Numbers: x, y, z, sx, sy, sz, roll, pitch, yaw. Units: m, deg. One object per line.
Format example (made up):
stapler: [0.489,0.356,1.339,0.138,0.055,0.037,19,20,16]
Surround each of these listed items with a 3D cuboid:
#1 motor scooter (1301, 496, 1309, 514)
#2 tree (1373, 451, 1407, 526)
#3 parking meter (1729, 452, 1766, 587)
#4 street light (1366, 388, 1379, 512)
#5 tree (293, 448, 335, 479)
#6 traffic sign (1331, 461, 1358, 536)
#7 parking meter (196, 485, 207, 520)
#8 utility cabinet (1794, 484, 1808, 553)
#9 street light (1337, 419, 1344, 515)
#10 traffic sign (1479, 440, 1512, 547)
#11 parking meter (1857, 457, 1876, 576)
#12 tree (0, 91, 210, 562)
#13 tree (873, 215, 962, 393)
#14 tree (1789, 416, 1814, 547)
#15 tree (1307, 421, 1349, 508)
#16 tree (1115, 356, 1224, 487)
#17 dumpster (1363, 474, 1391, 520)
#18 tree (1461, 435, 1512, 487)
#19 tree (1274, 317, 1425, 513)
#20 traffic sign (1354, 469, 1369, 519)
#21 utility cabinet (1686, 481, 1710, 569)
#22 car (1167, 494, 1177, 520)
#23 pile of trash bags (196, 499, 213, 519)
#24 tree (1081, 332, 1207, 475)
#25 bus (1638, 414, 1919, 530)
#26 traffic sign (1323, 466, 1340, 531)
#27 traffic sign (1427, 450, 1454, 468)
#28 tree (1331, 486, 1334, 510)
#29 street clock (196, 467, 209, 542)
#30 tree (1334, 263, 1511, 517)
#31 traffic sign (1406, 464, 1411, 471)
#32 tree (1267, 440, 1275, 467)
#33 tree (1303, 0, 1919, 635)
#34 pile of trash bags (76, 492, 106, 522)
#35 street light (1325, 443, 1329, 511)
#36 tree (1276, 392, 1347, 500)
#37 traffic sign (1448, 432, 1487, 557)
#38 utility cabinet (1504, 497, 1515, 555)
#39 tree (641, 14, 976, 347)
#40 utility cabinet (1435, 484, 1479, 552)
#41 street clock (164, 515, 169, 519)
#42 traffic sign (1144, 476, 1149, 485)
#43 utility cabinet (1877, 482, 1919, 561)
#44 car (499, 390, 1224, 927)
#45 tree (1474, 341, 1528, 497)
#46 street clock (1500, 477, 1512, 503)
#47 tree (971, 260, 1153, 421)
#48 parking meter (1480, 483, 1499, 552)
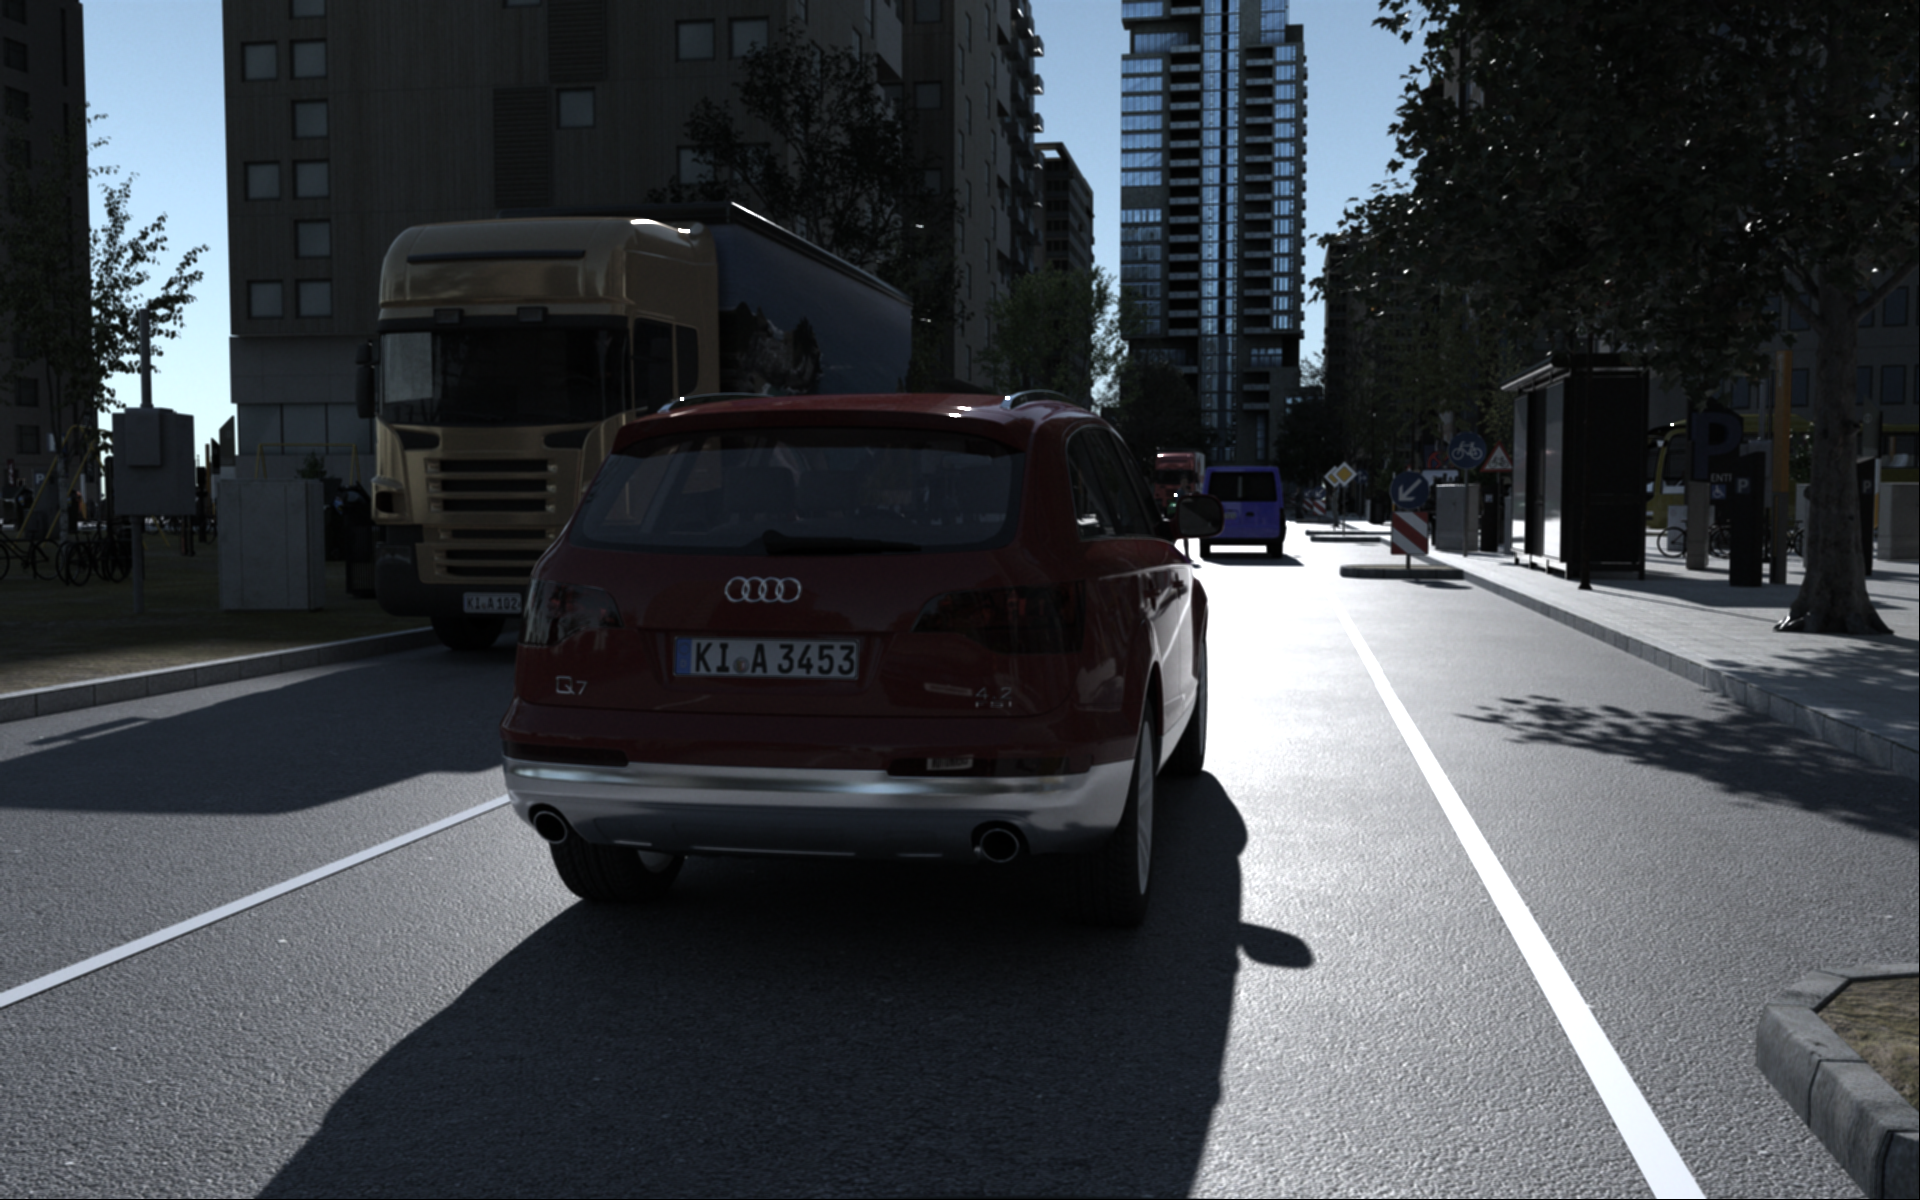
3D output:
motor scooter: [25.427,-7.003,127.272,0.815,1.314,1.986,1,4,12]
tree: [17.765,-4.642,70.492,1.663,3.219,1.824,0,3,0]
parking meter: [10.905,-1.119,24.015,0.255,1.863,0.399,-2,4,-33]
street light: [17.968,-6.281,75.489,0.468,5.910,1.993,1,4,10]
tree: [-26.937,-4.768,72.554,1.663,3.219,1.824,0,3,0]
traffic sign: [11.705,-3.007,52.799,0.795,2.450,0.064,1,4,10]
parking meter: [-35.554,-4.623,81.294,0.255,1.863,0.399,0,4,0]
utility cabinet: [18.589,-1.752,37.320,1.173,1.500,0.318,-1,4,-17]
street light: [22.946,-8.054,104.475,0.468,5.910,1.993,1,4,10]
traffic sign: [12.965,-2.552,41.730,0.884,2.594,0.081,1,4,16]
parking meter: [14.122,-1.315,27.218,0.399,1.863,0.255,-1,4,-20]
tree: [-16.728,-5.027,32.552,4.737,8.622,4.395,0,3,0]
tree: [-1.773,-5.818,45.482,4.737,8.622,4.395,0,3,0]
tree: [20.885,-2.912,42.214,1.663,3.219,1.824,0,3,0]
tree: [35.083,-13.118,164.848,4.360,8.622,3.978,0,3,0]
tree: [16.436,-13.855,143.533,9.611,12.733,9.660,0,3,0]
dumpster: [20.574,-5.035,84.821,1.502,2.255,1.985,1,4,10]
tree: [29.468,-6.891,96.374,4.285,4.588,4.351,0,3,0]
tree: [26.637,-12.693,117.898,12.009,13.543,11.850,0,3,0]
traffic sign: [20.399,-5.385,88.145,0.768,2.556,0.104,1,4,17]
utility cabinet: [12.703,-1.290,29.772,0.318,1.500,1.173,2,4,26]
car: [12.450,-5.303,95.505,1.959,1.807,4.718,1,4,12]
pile of trash bags: [-37.968,-4.774,87.804,3.447,1.369,1.912,-3,5,-41]
tree: [13.781,-13.487,130.877,12.009,13.543,11.850,0,3,0]
bus: [27.192,-3.807,53.785,12.252,3.916,2.896,1,4,9]
traffic sign: [13.118,-3.487,60.659,0.795,2.450,0.064,1,4,10]
traffic sign: [14.037,-3.090,50.632,0.768,2.556,0.104,1,4,14]
tree: [30.937,-9.029,142.218,1.663,3.219,1.824,0,3,0]
street clock: [-20.110,-2.530,45.937,0.358,2.002,0.471,-1,4,-23]
tree: [13.217,-5.947,47.593,4.737,8.622,4.395,0,3,0]
traffic sign: [19.429,-4.585,74.973,0.884,2.594,0.081,1,4,11]
tree: [41.172,-17.651,205.607,9.611,12.733,9.660,0,3,0]
tree: [8.066,-6.049,15.903,9.611,12.733,9.660,0,3,0]
pile of trash bags: [-40.386,-4.328,80.513,1.912,1.369,3.447,0,4,-2]
street light: [28.201,-9.795,132.941,0.468,5.910,1.993,1,4,10]
tree: [35.566,-15.169,173.760,9.928,11.665,9.643,0,3,0]
traffic sign: [10.349,-2.159,35.399,0.768,2.556,0.104,1,4,17]
utility cabinet: [11.944,-1.554,36.570,1.020,1.237,0.306,-2,4,-33]
tree: [-3.420,-6.143,34.856,8.767,10.594,7.601,1,4,19]
utility cabinet: [11.012,-1.818,38.402,0.318,1.500,1.173,-1,4,-19]
street clock: [-40.925,-5.179,89.252,0.471,2.002,0.358,1,4,22]
traffic sign: [12.948,-7.463,122.125,0.768,2.556,0.104,1,4,17]
utility cabinet: [18.106,-1.495,33.114,1.173,1.500,0.318,-1,4,-23]
car: [-0.055,0.076,7.423,2.281,1.827,5.304,1,4,11]
tree: [26.107,-8.033,81.703,4.360,8.622,3.978,0,3,0]
street clock: [22.701,-4.128,72.059,0.471,2.002,0.358,-1,4,-22]
tree: [4.327,-9.171,75.709,9.928,11.665,9.643,0,3,0]
parking meter: [11.831,-1.853,38.701,0.372,1.533,0.369,0,3,0]
